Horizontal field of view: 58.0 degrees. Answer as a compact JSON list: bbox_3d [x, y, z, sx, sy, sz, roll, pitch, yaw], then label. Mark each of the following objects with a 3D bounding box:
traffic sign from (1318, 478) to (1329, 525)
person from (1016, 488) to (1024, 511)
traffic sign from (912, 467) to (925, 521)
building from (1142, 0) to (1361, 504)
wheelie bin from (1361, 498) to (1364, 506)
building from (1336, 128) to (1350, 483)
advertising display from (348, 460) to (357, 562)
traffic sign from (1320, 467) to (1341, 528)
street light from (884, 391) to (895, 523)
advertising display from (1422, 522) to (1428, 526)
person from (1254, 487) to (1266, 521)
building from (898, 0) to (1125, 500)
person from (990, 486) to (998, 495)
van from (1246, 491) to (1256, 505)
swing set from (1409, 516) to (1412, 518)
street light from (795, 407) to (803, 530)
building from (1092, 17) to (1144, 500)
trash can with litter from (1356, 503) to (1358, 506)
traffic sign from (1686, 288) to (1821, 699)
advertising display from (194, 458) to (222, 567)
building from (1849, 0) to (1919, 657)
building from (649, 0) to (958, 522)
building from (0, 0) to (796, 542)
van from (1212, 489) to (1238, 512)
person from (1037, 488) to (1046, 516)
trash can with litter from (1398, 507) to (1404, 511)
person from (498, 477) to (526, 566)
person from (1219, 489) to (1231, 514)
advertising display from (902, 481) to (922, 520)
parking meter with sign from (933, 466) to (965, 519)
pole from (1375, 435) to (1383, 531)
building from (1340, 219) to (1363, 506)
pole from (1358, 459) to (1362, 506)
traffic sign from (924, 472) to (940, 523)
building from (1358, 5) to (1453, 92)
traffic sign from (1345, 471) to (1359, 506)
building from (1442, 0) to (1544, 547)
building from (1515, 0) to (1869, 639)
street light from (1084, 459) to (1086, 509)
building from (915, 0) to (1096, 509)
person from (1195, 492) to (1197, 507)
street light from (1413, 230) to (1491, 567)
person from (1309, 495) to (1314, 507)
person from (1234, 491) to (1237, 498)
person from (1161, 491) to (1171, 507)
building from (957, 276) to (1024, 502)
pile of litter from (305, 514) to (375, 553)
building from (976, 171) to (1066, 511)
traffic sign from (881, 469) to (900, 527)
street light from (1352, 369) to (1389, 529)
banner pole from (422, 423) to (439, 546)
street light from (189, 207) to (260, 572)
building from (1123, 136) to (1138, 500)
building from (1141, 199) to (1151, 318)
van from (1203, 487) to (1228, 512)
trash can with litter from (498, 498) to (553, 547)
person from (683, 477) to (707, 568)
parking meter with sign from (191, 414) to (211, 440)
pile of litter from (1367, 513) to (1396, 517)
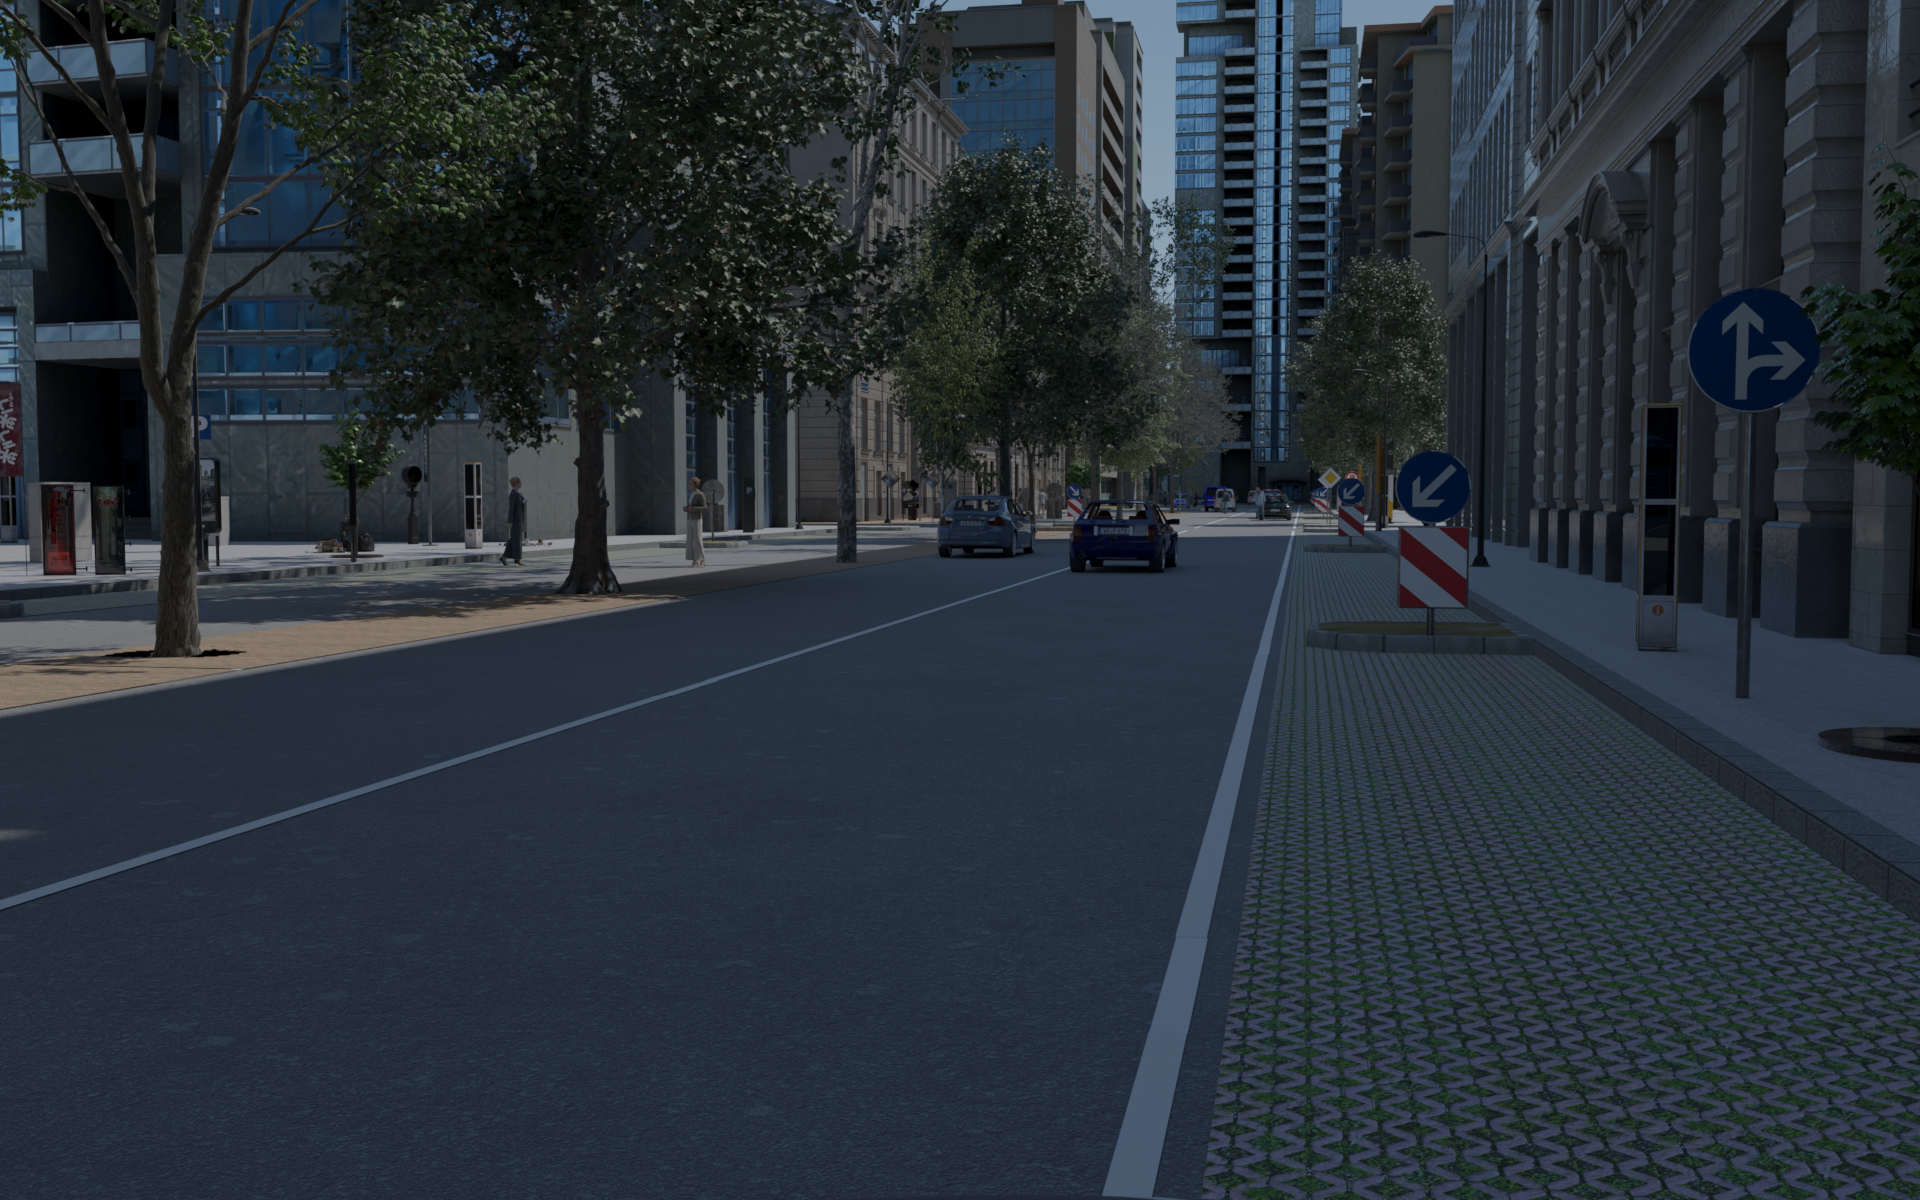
[{"bbox_3d":[15.431,-4.226,72.744,0.795,2.450,0.064,1,4,11],"label":"traffic sign"},{"bbox_3d":[3.092,-4.964,90.218,0.362,1.759,0.519,-2,4,-26],"label":"person"},{"bbox_3d":[-1.882,-4.967,81.310,0.768,2.556,0.104,1,4,15],"label":"traffic sign"},{"bbox_3d":[41.932,-56.725,240.121,31.000,86.520,22.319,1,4,11],"label":"building"},{"bbox_3d":[27.387,-6.644,116.530,0.693,1.594,0.980,-2,4,-33],"label":"wheelie bin"},{"bbox_3d":[55.398,-33.529,202.824,22.147,44.769,28.867,1,4,11],"label":"building"},{"bbox_3d":[-11.535,-1.693,32.897,0.123,1.923,0.974,-1,4,-19],"label":"advertising display"},{"bbox_3d":[13.880,-3.747,64.910,0.795,2.450,0.064,1,4,11],"label":"traffic sign"},{"bbox_3d":[-2.665,-6.337,76.150,1.470,5.913,1.316,1,4,11],"label":"street light"},{"bbox_3d":[11.068,-2.192,41.057,0.123,1.923,0.974,1,4,22],"label":"advertising display"},{"bbox_3d":[15.689,-5.001,90.534,0.793,1.790,0.793,-2,4,-25],"label":"person"},{"bbox_3d":[4.986,-33.831,176.845,21.300,48.544,21.600,1,4,11],"label":"building"},{"bbox_3d":[1.698,-4.487,82.060,0.606,1.804,0.583,3,5,44],"label":"person"},{"bbox_3d":[37.550,-13.090,221.027,2.013,2.044,4.112,1,4,10],"label":"van"},{"bbox_3d":[25.822,-5.902,94.123,3.119,2.851,2.862,1,4,12],"label":"swing set"},{"bbox_3d":[-5.297,-5.500,62.460,1.470,5.913,1.316,1,4,11],"label":"street light"},{"bbox_3d":[8.164,-41.207,215.740,28.212,58.520,21.231,1,4,11],"label":"building"},{"bbox_3d":[30.325,-7.426,132.474,1.678,1.210,2.233,-1,4,-13],"label":"trash can with litter"},{"bbox_3d":[4.925,-0.656,10.825,0.768,2.556,0.104,1,4,16],"label":"traffic sign"},{"bbox_3d":[-13.555,-1.564,30.782,0.974,1.923,0.123,1,4,20],"label":"advertising display"},{"bbox_3d":[10.986,-9.178,4.805,10.420,20.320,16.860,1,4,11],"label":"building"},{"bbox_3d":[-7.922,-17.933,90.473,12.463,27.353,25.104,1,4,11],"label":"building"},{"bbox_3d":[-23.697,-45.468,56.067,31.000,86.520,22.319,1,4,11],"label":"building"},{"bbox_3d":[21.000,-7.963,137.198,2.013,2.044,4.112,1,4,10],"label":"van"},{"bbox_3d":[5.003,-6.013,107.008,0.606,1.804,0.583,-3,4,-36],"label":"person"},{"bbox_3d":[33.962,-7.394,132.282,1.055,1.170,0.624,3,4,38],"label":"trash can with litter"},{"bbox_3d":[-8.868,-1.557,34.383,0.534,1.772,0.576,-2,4,-31],"label":"person"},{"bbox_3d":[18.882,-7.041,123.598,0.794,1.824,0.713,-2,4,-35],"label":"person"},{"bbox_3d":[-2.359,-4.861,84.693,0.974,1.923,0.123,1,4,8],"label":"advertising display"},{"bbox_3d":[-0.536,-5.774,90.666,1.738,3.016,0.543,-1,4,-22],"label":"parking meter with sign"},{"bbox_3d":[14.391,-4.012,59.443,0.158,3.312,0.155,0,3,0],"label":"pole"},{"bbox_3d":[47.252,-25.110,182.242,14.160,30.474,14.107,1,4,11],"label":"building"},{"bbox_3d":[22.777,-6.412,98.673,0.158,3.312,0.155,0,3,0],"label":"pole"},{"bbox_3d":[-1.188,-4.428,76.042,0.795,2.450,0.064,1,4,11],"label":"traffic sign"},{"bbox_3d":[47.860,-30.899,159.824,22.147,44.769,28.867,1,4,11],"label":"building"},{"bbox_3d":[22.013,-5.942,97.256,0.768,2.556,0.104,1,4,12],"label":"traffic sign"},{"bbox_3d":[20.073,-16.469,46.753,11.434,29.767,29.804,1,4,11],"label":"building"},{"bbox_3d":[13.931,-11.864,22.850,11.050,23.489,19.941,1,4,11],"label":"building"},{"bbox_3d":[11.010,-10.527,144.652,1.470,5.913,1.316,1,4,11],"label":"street light"},{"bbox_3d":[4.646,-31.077,158.227,14.600,45.320,14.200,1,4,11],"label":"building"},{"bbox_3d":[26.748,-11.401,195.625,0.721,1.735,1.217,1,4,11],"label":"person"},{"bbox_3d":[8.672,-3.549,30.559,1.470,5.913,1.316,1,4,11],"label":"street light"},{"bbox_3d":[37.226,-10.602,182.369,0.721,1.766,1.217,-2,4,-34],"label":"person"},{"bbox_3d":[33.181,-12.208,208.552,0.568,1.767,0.683,0,4,-3],"label":"person"},{"bbox_3d":[22.911,-11.237,192.940,1.217,1.736,0.721,-1,4,-20],"label":"person"},{"bbox_3d":[-2.016,-15.138,112.142,10.561,19.102,19.286,1,4,11],"label":"building"},{"bbox_3d":[-13.678,-1.484,38.227,1.719,0.858,1.176,-3,5,-44],"label":"pile of litter"},{"bbox_3d":[1.020,-20.622,134.430,12.463,27.353,25.104,1,4,11],"label":"building"},{"bbox_3d":[-2.739,-3.949,68.208,0.795,2.450,0.064,1,4,11],"label":"traffic sign"},{"bbox_3d":[15.264,-5.621,64.447,1.470,5.913,1.316,1,4,11],"label":"street light"},{"bbox_3d":[-13.252,-3.245,43.071,0.401,3.779,0.863,-2,4,-28],"label":"banner pole"},{"bbox_3d":[-12.026,-3.412,28.328,1.470,5.913,1.316,1,4,11],"label":"street light"},{"bbox_3d":[12.080,-31.207,193.823,14.154,41.232,14.086,1,4,11],"label":"building"},{"bbox_3d":[19.018,-34.143,241.831,14.086,41.232,14.154,1,4,11],"label":"building"},{"bbox_3d":[21.053,-8.417,142.001,2.240,2.365,5.245,1,4,9],"label":"van"},{"bbox_3d":[-10.692,-1.968,43.233,1.678,1.210,2.233,1,4,11],"label":"trash can with litter"},{"bbox_3d":[-5.219,-1.518,33.877,0.519,1.759,0.362,3,5,43],"label":"person"},{"bbox_3d":[-17.063,-2.596,38.698,0.543,3.016,1.738,-2,4,-27],"label":"parking meter with sign"},{"bbox_3d":[24.010,-5.175,98.568,1.719,0.858,1.176,0,4,3],"label":"pile of litter"}]
